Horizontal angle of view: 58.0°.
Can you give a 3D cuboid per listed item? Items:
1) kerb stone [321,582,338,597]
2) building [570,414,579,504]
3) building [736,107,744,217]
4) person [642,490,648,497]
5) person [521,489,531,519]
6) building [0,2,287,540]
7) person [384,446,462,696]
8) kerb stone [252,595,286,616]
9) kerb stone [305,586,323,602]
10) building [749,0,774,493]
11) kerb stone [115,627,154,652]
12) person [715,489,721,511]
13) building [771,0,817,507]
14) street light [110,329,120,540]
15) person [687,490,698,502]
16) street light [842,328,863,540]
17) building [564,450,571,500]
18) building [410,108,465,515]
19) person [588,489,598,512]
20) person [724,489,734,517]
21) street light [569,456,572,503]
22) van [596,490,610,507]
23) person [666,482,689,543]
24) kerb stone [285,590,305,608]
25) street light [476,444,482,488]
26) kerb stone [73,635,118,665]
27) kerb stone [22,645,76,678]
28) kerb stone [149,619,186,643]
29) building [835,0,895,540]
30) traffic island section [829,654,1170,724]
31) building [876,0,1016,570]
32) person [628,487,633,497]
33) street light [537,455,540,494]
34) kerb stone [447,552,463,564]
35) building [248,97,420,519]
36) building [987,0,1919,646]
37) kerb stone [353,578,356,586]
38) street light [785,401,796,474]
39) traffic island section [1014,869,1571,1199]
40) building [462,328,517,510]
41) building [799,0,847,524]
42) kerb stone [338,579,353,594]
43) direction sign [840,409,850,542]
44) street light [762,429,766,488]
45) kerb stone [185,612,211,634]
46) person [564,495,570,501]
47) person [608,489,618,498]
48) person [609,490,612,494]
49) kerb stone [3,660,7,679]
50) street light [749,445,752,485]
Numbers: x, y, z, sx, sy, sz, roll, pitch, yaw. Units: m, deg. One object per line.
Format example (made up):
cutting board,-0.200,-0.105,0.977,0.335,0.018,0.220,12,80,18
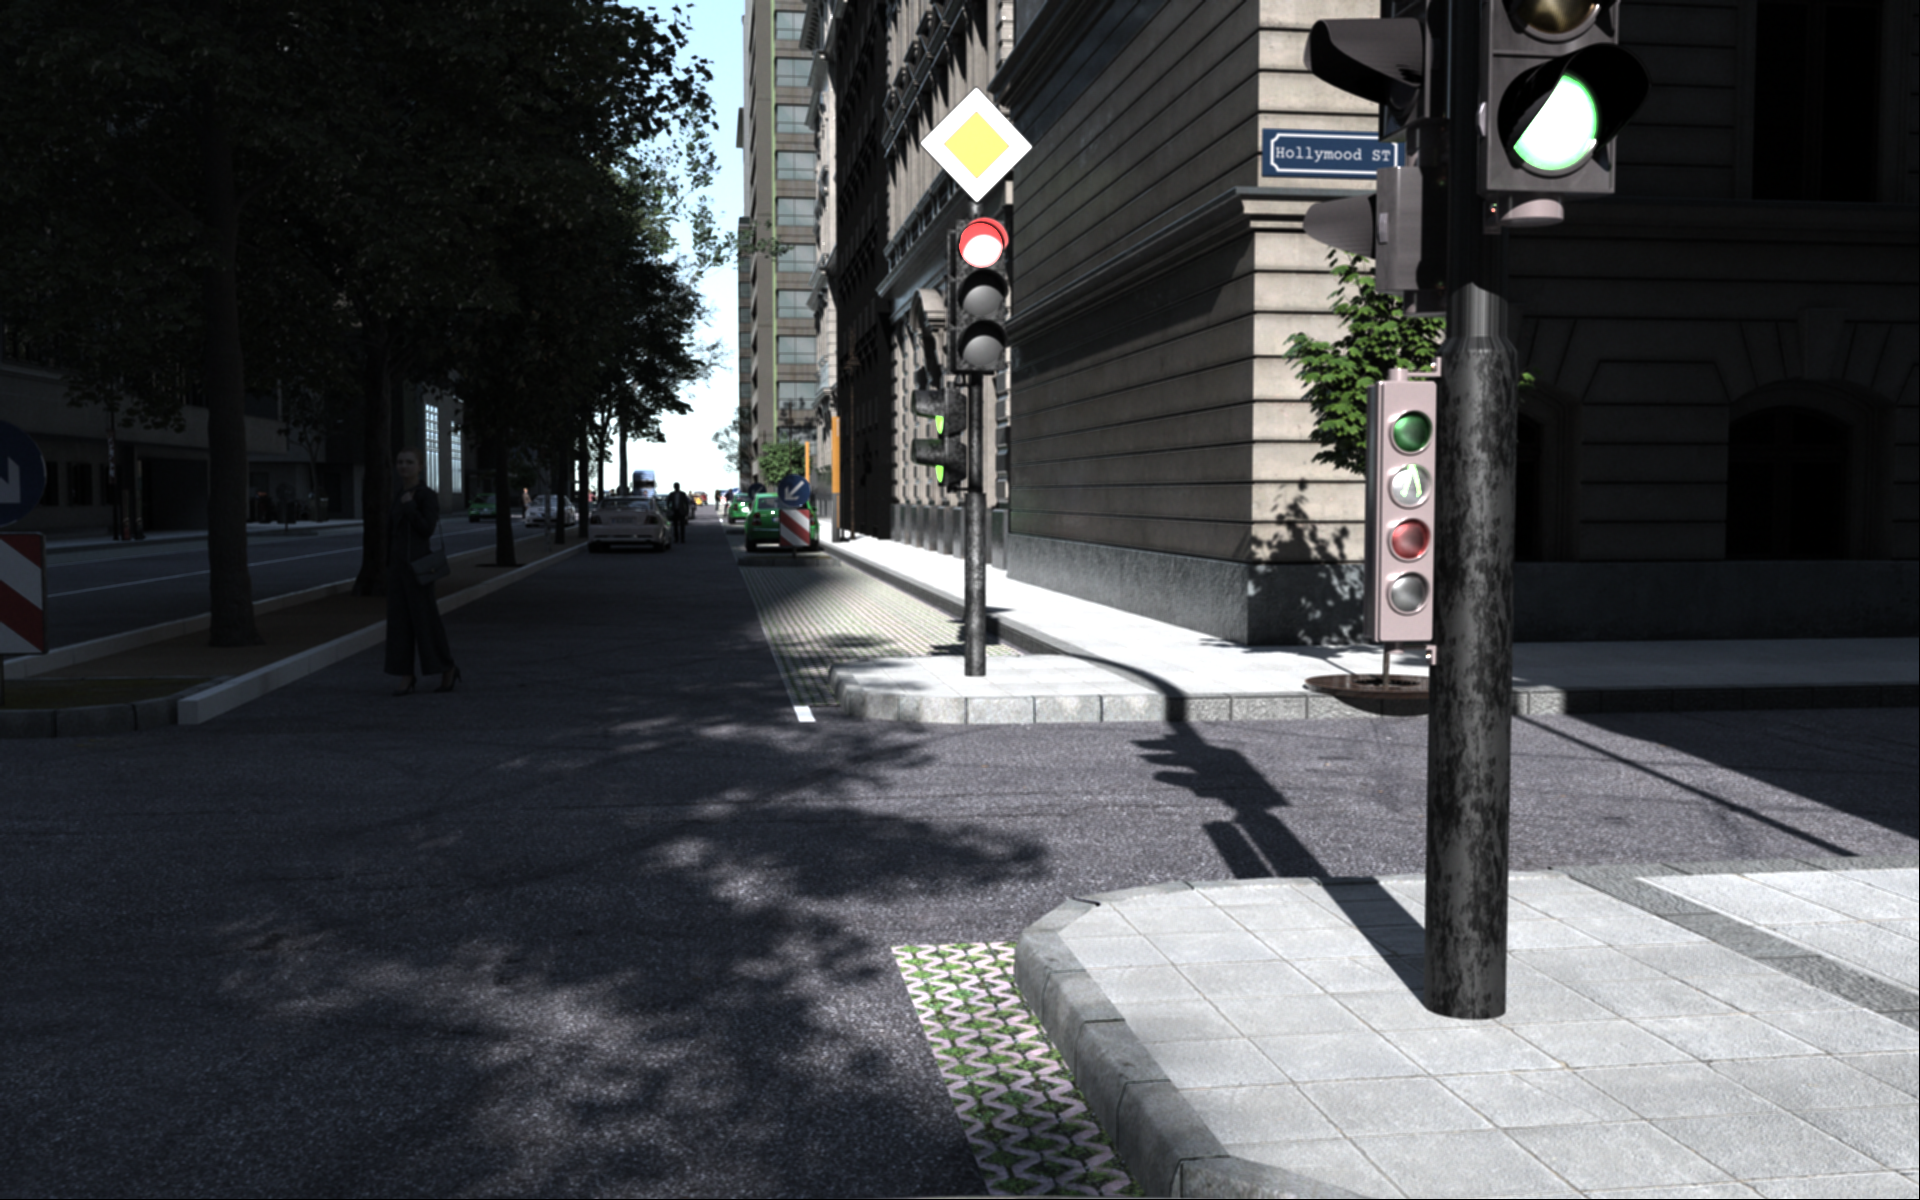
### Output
kerb stone,-8.856,-0.116,24.095,0.120,0.150,1.000,-1,4,-8
building,-59.828,-34.645,221.069,22.147,44.769,28.867,-1,4,-8
building,-15.280,-39.346,232.552,28.713,52.752,27.495,-1,4,-8
person,-21.555,-6.675,118.552,0.530,1.710,0.541,-1,4,-17
person,-25.281,-5.624,100.998,0.990,1.755,0.434,3,5,40
building,-31.474,-14.275,52.457,14.314,24.678,30.058,-1,4,-8
person,-3.913,-0.216,12.448,0.576,1.772,0.534,1,4,16
kerb stone,-8.414,0.072,21.048,0.120,0.150,1.000,-1,4,-8
kerb stone,-8.703,-0.050,23.080,0.120,0.150,1.000,-1,4,-8
building,-7.450,-32.320,152.135,21.300,48.544,21.600,-1,4,-8
kerb stone,-7.680,0.382,15.973,0.120,0.150,1.000,-1,4,-8
person,-20.405,-8.395,145.769,0.705,1.822,1.348,-2,4,-29
building,-4.171,-25.643,102.850,14.154,41.232,14.086,-1,4,-8
street light,-23.480,-4.601,48.012,0.468,5.910,1.993,-1,4,-8
person,-22.026,-8.115,141.892,1.217,1.735,0.721,-3,5,-41
street light,-3.010,-4.624,48.396,0.468,5.910,1.993,-1,4,-8
building,-52.956,-26.233,200.614,14.160,30.474,14.107,-1,4,-8
building,-43.969,-48.800,110.560,22.319,86.520,31.000,-1,4,-8
person,-24.668,-6.507,115.616,1.217,1.743,0.721,0,4,-1
person,-14.299,-5.998,107.010,0.683,1.767,0.568,-1,4,-15
street light,-46.299,-14.259,205.928,0.468,5.910,1.993,-1,4,-8
van,-37.197,-10.665,181.382,2.013,2.044,4.112,-1,4,-10
person,-8.252,-2.557,50.699,0.661,1.777,0.834,-1,4,-14
kerb stone,-8.557,0.008,22.068,0.120,0.150,1.000,-1,4,-8
street light,-34.406,-9.231,123.720,0.468,5.910,1.993,-1,4,-8
kerb stone,-7.529,0.442,14.962,0.120,0.150,1.000,-1,4,-8
kerb stone,-7.386,0.505,13.942,0.120,0.150,1.000,-1,4,-8
kerb stone,-7.828,0.319,16.984,0.120,0.150,1.000,-1,4,-8
building,2.672,-13.879,56.595,12.332,23.373,15.834,-1,4,-8
traffic island section,0.130,0.614,12.250,2.009,0.180,2.903,-1,4,-8
building,4.146,-12.804,38.224,11.050,23.489,19.941,-1,4,-8
person,-17.823,-5.158,92.849,1.348,1.823,0.705,3,5,41
street light,-40.769,-11.930,167.835,0.468,5.910,1.993,-1,4,-8
kerb stone,-10.607,-0.862,36.297,0.120,0.150,1.000,-1,4,-8
building,-36.912,-19.501,90.541,14.160,30.474,14.107,-1,4,-8
building,18.447,-12.372,21.362,34.723,24.649,14.460,-1,4,-8
kerb stone,-9.152,-0.238,26.130,0.120,0.150,1.000,-1,4,-8
street light,-8.426,-6.932,86.130,0.468,5.910,1.993,-1,4,-8
traffic island section,1.271,1.097,4.346,2.009,0.180,2.903,-1,4,-8
building,-51.399,-33.699,140.215,28.713,52.752,27.495,-1,4,-8
building,0.441,-17.663,76.187,14.401,28.519,23.554,-1,4,-8
kerb stone,-8.999,-0.178,25.113,0.120,0.150,1.000,-1,4,-8
direction sign,-3.144,-3.326,46.378,0.379,3.537,0.876,0,4,2
street light,-13.974,-9.252,124.057,0.468,5.910,1.993,-1,4,-8
kerb stone,-7.970,0.261,18.007,0.120,0.150,1.000,-1,4,-8
person,-30.462,-7.569,132.330,0.705,1.814,1.350,3,5,44
person,-28.353,-8.158,141.519,0.705,1.869,1.348,3,5,39
person,-31.450,-9.017,155.920,0.705,1.826,1.348,-1,4,-20
kerb stone,-7.239,0.567,12.931,0.120,0.150,1.000,-1,4,-8
street light,-19.535,-11.559,161.771,0.468,5.910,1.993,-1,4,-8
